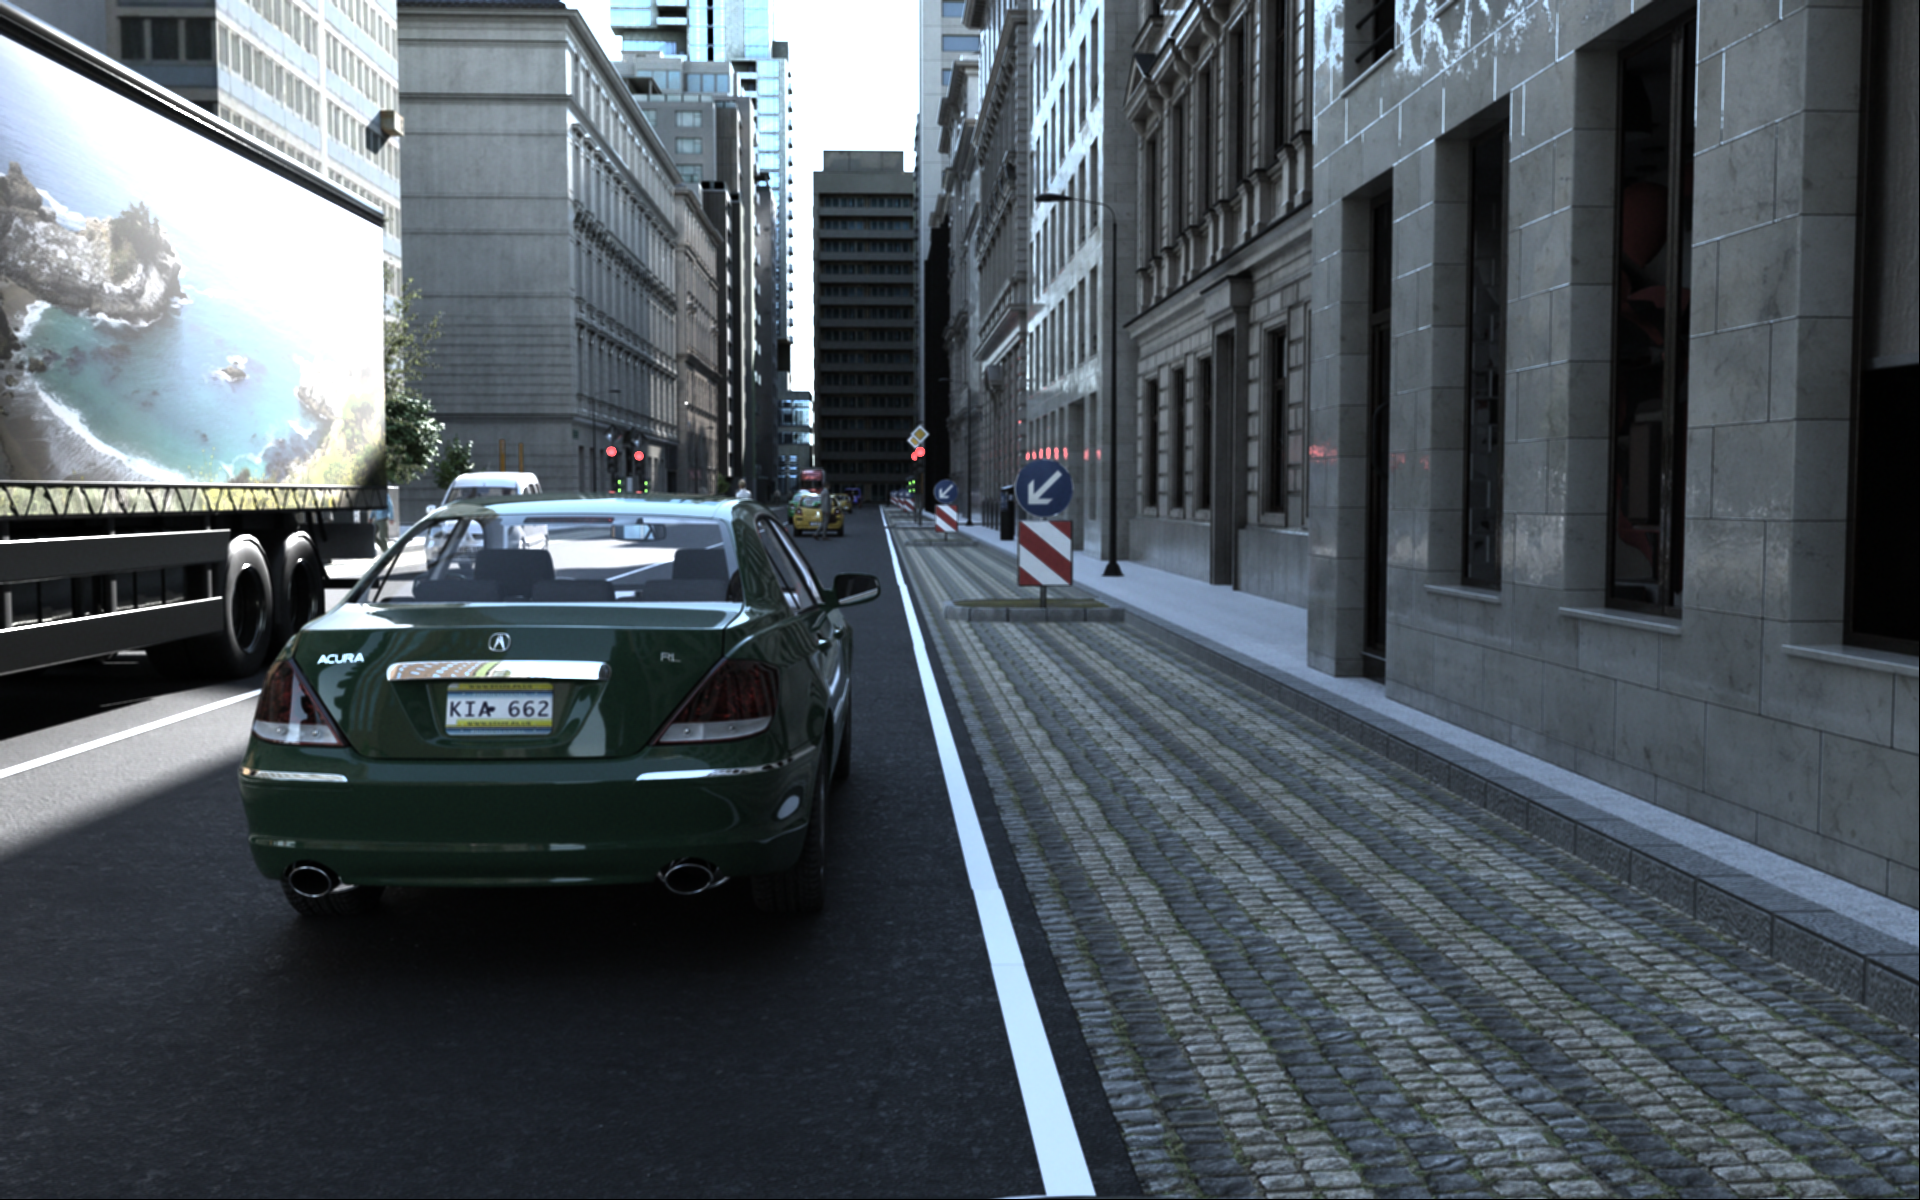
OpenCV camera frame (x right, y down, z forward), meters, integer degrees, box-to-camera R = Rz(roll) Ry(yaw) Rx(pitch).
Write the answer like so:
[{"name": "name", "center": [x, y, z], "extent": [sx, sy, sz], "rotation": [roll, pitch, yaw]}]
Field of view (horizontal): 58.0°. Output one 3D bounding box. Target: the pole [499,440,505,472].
[{"name": "pole", "center": [-17.128, -4.344, 64.872], "extent": [0.158, 3.312, 0.155], "rotation": [0, 3, 0]}]

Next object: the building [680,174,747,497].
[{"name": "building", "center": [-27.289, -23.682, 158.904], "extent": [14.160, 30.474, 14.107], "rotation": [0, 4, -3]}]

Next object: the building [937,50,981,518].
[{"name": "building", "center": [5.978, -19.209, 101.452], "extent": [14.401, 28.519, 23.554], "rotation": [0, 4, -3]}]

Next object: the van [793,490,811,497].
[{"name": "van", "center": [-15.589, -10.134, 172.710], "extent": [2.013, 2.044, 4.112], "rotation": [0, 4, -4]}]

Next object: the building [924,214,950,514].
[{"name": "building", "center": [3.892, -17.829, 121.190], "extent": [12.332, 23.373, 15.834], "rotation": [0, 4, -3]}]

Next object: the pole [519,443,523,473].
[{"name": "pole", "center": [-17.573, -4.622, 69.410], "extent": [0.158, 3.312, 0.155], "rotation": [0, 3, 0]}]

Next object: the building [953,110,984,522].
[{"name": "building", "center": [10.459, -15.181, 84.374], "extent": [21.152, 22.565, 11.583], "rotation": [0, 4, -3]}]

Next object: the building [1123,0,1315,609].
[{"name": "building", "center": [8.343, -9.715, 23.460], "extent": [10.561, 19.102, 19.286], "rotation": [0, 4, -3]}]

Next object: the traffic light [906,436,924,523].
[{"name": "traffic light", "center": [-2.015, -5.444, 77.934], "extent": [0.839, 4.253, 0.868], "rotation": [0, 4, -3]}]

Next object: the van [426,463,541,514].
[{"name": "van", "center": [-8.713, -1.531, 32.048], "extent": [2.013, 2.044, 4.112], "rotation": [0, 4, -5]}]

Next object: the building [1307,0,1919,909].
[{"name": "building", "center": [8.173, -9.138, 4.164], "extent": [10.420, 20.320, 16.860], "rotation": [0, 4, -3]}]

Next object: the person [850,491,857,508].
[{"name": "person", "center": [-11.121, -10.385, 178.820], "extent": [1.217, 1.766, 0.721], "rotation": [-1, 4, -14]}]

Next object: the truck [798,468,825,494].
[{"name": "truck", "center": [-15.942, -12.162, 187.754], "extent": [2.839, 4.237, 11.283], "rotation": [0, 4, -3]}]

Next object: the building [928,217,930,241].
[{"name": "building", "center": [4.706, -21.623, 140.920], "extent": [14.401, 28.519, 23.554], "rotation": [0, 4, -3]}]

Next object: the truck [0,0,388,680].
[{"name": "truck", "center": [-6.622, -1.370, 11.316], "extent": [2.839, 4.237, 11.283], "rotation": [0, 4, -2]}]

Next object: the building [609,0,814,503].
[{"name": "building", "center": [-36.572, -57.000, 244.613], "extent": [31.000, 86.520, 22.319], "rotation": [0, 4, -3]}]

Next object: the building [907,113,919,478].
[{"name": "building", "center": [5.900, -35.462, 199.404], "extent": [23.786, 49.044, 30.456], "rotation": [0, 4, -3]}]

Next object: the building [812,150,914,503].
[{"name": "building", "center": [-10.007, -38.105, 246.717], "extent": [21.600, 48.544, 21.300], "rotation": [0, 4, -3]}]

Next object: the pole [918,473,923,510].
[{"name": "pole", "center": [-3.042, -8.835, 138.292], "extent": [0.158, 3.312, 0.155], "rotation": [0, 3, 0]}]

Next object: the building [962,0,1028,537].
[{"name": "building", "center": [6.063, -14.139, 60.058], "extent": [11.050, 23.489, 19.941], "rotation": [0, 4, -3]}]

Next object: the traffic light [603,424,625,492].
[{"name": "traffic light", "center": [-13.879, -4.920, 69.358], "extent": [0.839, 4.253, 0.868], "rotation": [0, 4, -3]}]

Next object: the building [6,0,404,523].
[{"name": "building", "center": [-30.356, -22.007, 51.704], "extent": [23.993, 40.220, 32.217], "rotation": [0, 4, -3]}]

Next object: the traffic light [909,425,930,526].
[{"name": "traffic light", "center": [-1.633, -4.956, 69.958], "extent": [0.839, 4.253, 0.868], "rotation": [0, 4, -3]}]

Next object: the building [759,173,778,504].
[{"name": "building", "center": [-30.481, -32.884, 221.242], "extent": [14.086, 41.232, 14.154], "rotation": [0, 4, -3]}]

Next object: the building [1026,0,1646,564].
[{"name": "building", "center": [7.506, -11.418, 41.443], "extent": [10.420, 20.320, 16.860], "rotation": [0, 4, -3]}]

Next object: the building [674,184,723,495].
[{"name": "building", "center": [-25.411, -20.531, 132.937], "extent": [12.463, 27.353, 25.104], "rotation": [0, 4, -3]}]

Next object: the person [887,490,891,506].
[{"name": "person", "center": [-7.630, -10.813, 185.312], "extent": [0.705, 1.821, 1.348], "rotation": [-1, 4, -18]}]

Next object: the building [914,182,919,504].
[{"name": "building", "center": [1.091, -32.935, 222.089], "extent": [14.154, 41.232, 14.086], "rotation": [0, 4, -3]}]

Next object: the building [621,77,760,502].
[{"name": "building", "center": [-27.952, -29.910, 172.631], "extent": [14.154, 41.232, 14.086], "rotation": [0, 4, -3]}]

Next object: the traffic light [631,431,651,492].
[{"name": "traffic light", "center": [-14.261, -5.408, 77.334], "extent": [0.839, 4.253, 0.868], "rotation": [0, 4, -3]}]

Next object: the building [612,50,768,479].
[{"name": "building", "center": [-34.145, -35.157, 194.418], "extent": [23.786, 49.044, 30.456], "rotation": [0, 4, -3]}]

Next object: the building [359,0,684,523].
[{"name": "building", "center": [-26.243, -19.652, 97.728], "extent": [17.030, 29.872, 44.131], "rotation": [0, 4, -3]}]

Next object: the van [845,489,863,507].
[{"name": "van", "center": [-12.017, -11.647, 194.808], "extent": [2.240, 2.365, 5.245], "rotation": [0, 4, -2]}]

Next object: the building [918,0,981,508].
[{"name": "building", "center": [6.441, -38.395, 169.760], "extent": [21.231, 58.520, 28.212], "rotation": [0, 4, -3]}]
